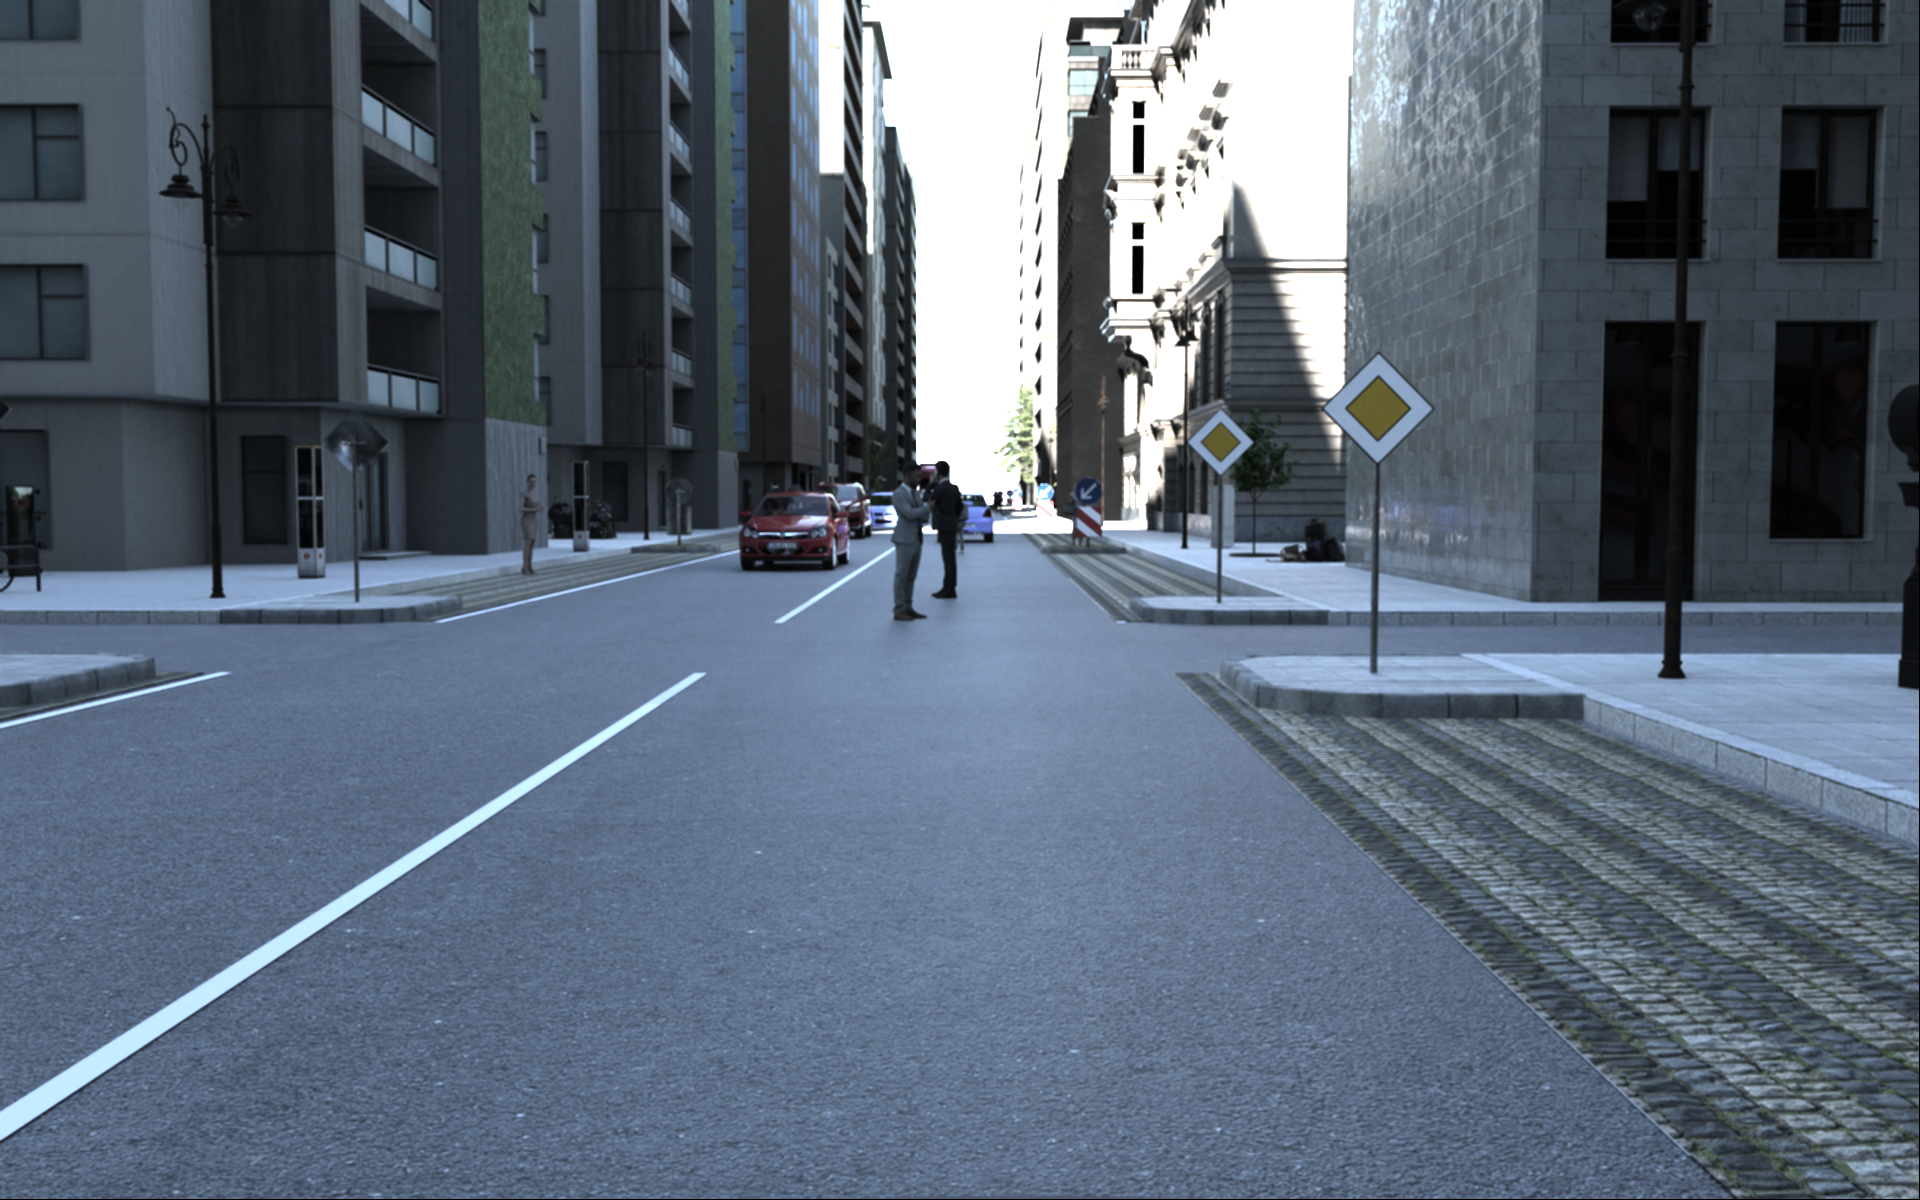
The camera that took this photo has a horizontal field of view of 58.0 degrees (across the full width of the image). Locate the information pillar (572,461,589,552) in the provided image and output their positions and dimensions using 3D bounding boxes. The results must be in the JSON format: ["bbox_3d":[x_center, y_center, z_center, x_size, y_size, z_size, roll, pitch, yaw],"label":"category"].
[{"bbox_3d":[-8.452,-2.086,38.605,0.304,2.012,0.304,0,4,1],"label":"information pillar"}]

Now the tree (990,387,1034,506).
[{"bbox_3d":[7.025,-16.203,183.051,7.486,12.596,7.792,0,3,0],"label":"tree"}]

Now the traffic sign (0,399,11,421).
[{"bbox_3d":[-7.229,-0.541,12.487,0.795,2.450,0.064,0,4,1],"label":"traffic sign"}]

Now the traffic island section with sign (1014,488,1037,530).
[{"bbox_3d":[3.278,-3.722,69.486,1.989,1.847,2.006,0,4,1],"label":"traffic island section with sign"}]

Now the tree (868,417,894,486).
[{"bbox_3d":[-8.623,-13.205,166.263,4.737,8.622,4.395,0,3,0],"label":"tree"}]

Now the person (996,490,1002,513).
[{"bbox_3d":[3.064,-7.639,134.312,0.530,1.710,0.541,-3,5,-40],"label":"person"}]

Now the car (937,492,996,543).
[{"bbox_3d":[0.141,-2.626,52.523,1.945,1.707,3.694,0,4,-1],"label":"car"}]

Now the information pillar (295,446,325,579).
[{"bbox_3d":[-9.895,-1.339,26.377,0.304,2.012,0.304,0,4,6],"label":"information pillar"}]

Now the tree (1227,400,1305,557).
[{"bbox_3d":[5.972,-2.506,35.580,1.663,3.219,1.824,0,3,0],"label":"tree"}]

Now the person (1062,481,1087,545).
[{"bbox_3d":[3.057,-2.255,45.719,0.716,1.782,0.532,0,4,5],"label":"person"}]

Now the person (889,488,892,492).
[{"bbox_3d":[-4.262,-5.985,106.360,1.348,1.823,0.705,0,4,-6],"label":"person"}]

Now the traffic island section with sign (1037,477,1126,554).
[{"bbox_3d":[2.971,-2.049,42.132,1.989,1.847,2.006,0,4,1],"label":"traffic island section with sign"}]

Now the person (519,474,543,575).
[{"bbox_3d":[-7.591,-1.335,30.672,0.374,1.781,0.599,1,4,18],"label":"person"}]

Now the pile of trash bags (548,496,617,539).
[{"bbox_3d":[-11.611,-2.475,50.222,3.447,1.369,1.912,0,4,7],"label":"pile of trash bags"}]

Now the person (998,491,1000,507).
[{"bbox_3d":[4.375,-11.572,197.725,0.705,1.821,1.348,0,4,-4],"label":"person"}]

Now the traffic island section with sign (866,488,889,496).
[{"bbox_3d":[-6.117,-6.778,119.444,1.989,1.847,2.006,0,4,1],"label":"traffic island section with sign"}]

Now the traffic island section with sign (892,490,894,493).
[{"bbox_3d":[-5.816,-8.471,147.133,1.989,1.847,2.006,0,4,1],"label":"traffic island section with sign"}]

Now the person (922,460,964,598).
[{"bbox_3d":[-0.249,-0.981,23.906,0.474,1.900,0.648,1,4,16],"label":"person"}]

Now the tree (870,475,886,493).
[{"bbox_3d":[-8.102,-10.875,172.406,1.663,3.219,1.824,0,3,0],"label":"tree"}]

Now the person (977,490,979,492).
[{"bbox_3d":[1.596,-9.197,158.899,0.705,1.821,1.348,-3,5,-41],"label":"person"}]

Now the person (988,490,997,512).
[{"bbox_3d":[2.831,-7.916,138.647,1.217,1.743,0.721,1,4,20],"label":"person"}]

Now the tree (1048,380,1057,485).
[{"bbox_3d":[7.126,-9.435,104.625,4.737,8.622,4.395,0,3,0],"label":"tree"}]

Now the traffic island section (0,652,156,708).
[{"bbox_3d":[-7.253,0.595,12.549,2.009,0.180,2.903,0,4,1],"label":"traffic island section"}]

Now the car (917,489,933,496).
[{"bbox_3d":[-2.931,-8.302,144.403,2.281,1.827,5.304,0,4,1],"label":"car"}]

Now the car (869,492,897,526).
[{"bbox_3d":[-2.967,-3.654,69.337,1.945,1.707,3.694,0,3,0],"label":"car"}]

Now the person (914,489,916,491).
[{"bbox_3d":[-3.472,-7.596,132.676,1.348,1.826,0.705,-3,5,-44],"label":"person"}]

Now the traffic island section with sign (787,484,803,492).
[{"bbox_3d":[-6.654,-3.757,70.050,1.989,1.847,2.006,0,4,1],"label":"traffic island section with sign"}]

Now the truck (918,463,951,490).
[{"bbox_3d":[-2.309,-10.330,157.801,2.839,4.237,11.283,0,4,2],"label":"truck"}]

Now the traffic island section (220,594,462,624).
[{"bbox_3d":[-7.168,0.107,20.533,2.009,0.180,2.903,0,4,1],"label":"traffic island section"}]

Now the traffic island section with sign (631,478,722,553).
[{"bbox_3d":[-6.938,-2.080,42.639,1.989,1.847,2.006,0,4,1],"label":"traffic island section with sign"}]

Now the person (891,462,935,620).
[{"bbox_3d":[-0.527,-0.677,19.751,0.466,1.800,0.511,1,4,13],"label":"person"}]

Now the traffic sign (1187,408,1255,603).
[{"bbox_3d":[3.049,-1.021,20.342,0.795,2.450,0.064,0,4,1],"label":"traffic sign"}]

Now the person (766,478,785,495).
[{"bbox_3d":[-5.302,-2.589,50.187,0.648,1.900,0.474,-3,5,-41],"label":"person"}]

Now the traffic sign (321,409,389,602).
[{"bbox_3d":[-7.144,-1.029,20.471,0.795,2.450,0.064,0,4,1],"label":"traffic sign"}]

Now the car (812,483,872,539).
[{"bbox_3d":[-4.036,-2.966,57.169,2.281,1.827,5.304,0,4,1],"label":"car"}]

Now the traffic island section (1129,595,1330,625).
[{"bbox_3d":[3.073,0.114,20.419,2.009,0.180,2.903,0,4,1],"label":"traffic island section"}]

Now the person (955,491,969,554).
[{"bbox_3d":[-0.037,-1.872,41.710,0.523,1.515,0.503,0,4,6],"label":"person"}]

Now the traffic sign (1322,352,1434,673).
[{"bbox_3d":[2.964,-0.533,12.358,0.795,2.450,0.064,0,4,1],"label":"traffic sign"}]

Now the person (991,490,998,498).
[{"bbox_3d":[3.395,-9.589,165.368,1.348,1.812,0.705,-2,4,-30],"label":"person"}]

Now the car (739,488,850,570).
[{"bbox_3d":[-3.215,-1.535,34.135,2.155,1.783,4.494,0,4,2],"label":"car"}]

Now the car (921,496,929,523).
[{"bbox_3d":[-2.537,-4.583,87.286,2.083,1.381,4.827,0,4,1],"label":"car"}]

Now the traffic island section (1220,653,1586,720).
[{"bbox_3d":[2.988,0.602,12.435,2.009,0.180,2.903,0,4,1],"label":"traffic island section"}]
